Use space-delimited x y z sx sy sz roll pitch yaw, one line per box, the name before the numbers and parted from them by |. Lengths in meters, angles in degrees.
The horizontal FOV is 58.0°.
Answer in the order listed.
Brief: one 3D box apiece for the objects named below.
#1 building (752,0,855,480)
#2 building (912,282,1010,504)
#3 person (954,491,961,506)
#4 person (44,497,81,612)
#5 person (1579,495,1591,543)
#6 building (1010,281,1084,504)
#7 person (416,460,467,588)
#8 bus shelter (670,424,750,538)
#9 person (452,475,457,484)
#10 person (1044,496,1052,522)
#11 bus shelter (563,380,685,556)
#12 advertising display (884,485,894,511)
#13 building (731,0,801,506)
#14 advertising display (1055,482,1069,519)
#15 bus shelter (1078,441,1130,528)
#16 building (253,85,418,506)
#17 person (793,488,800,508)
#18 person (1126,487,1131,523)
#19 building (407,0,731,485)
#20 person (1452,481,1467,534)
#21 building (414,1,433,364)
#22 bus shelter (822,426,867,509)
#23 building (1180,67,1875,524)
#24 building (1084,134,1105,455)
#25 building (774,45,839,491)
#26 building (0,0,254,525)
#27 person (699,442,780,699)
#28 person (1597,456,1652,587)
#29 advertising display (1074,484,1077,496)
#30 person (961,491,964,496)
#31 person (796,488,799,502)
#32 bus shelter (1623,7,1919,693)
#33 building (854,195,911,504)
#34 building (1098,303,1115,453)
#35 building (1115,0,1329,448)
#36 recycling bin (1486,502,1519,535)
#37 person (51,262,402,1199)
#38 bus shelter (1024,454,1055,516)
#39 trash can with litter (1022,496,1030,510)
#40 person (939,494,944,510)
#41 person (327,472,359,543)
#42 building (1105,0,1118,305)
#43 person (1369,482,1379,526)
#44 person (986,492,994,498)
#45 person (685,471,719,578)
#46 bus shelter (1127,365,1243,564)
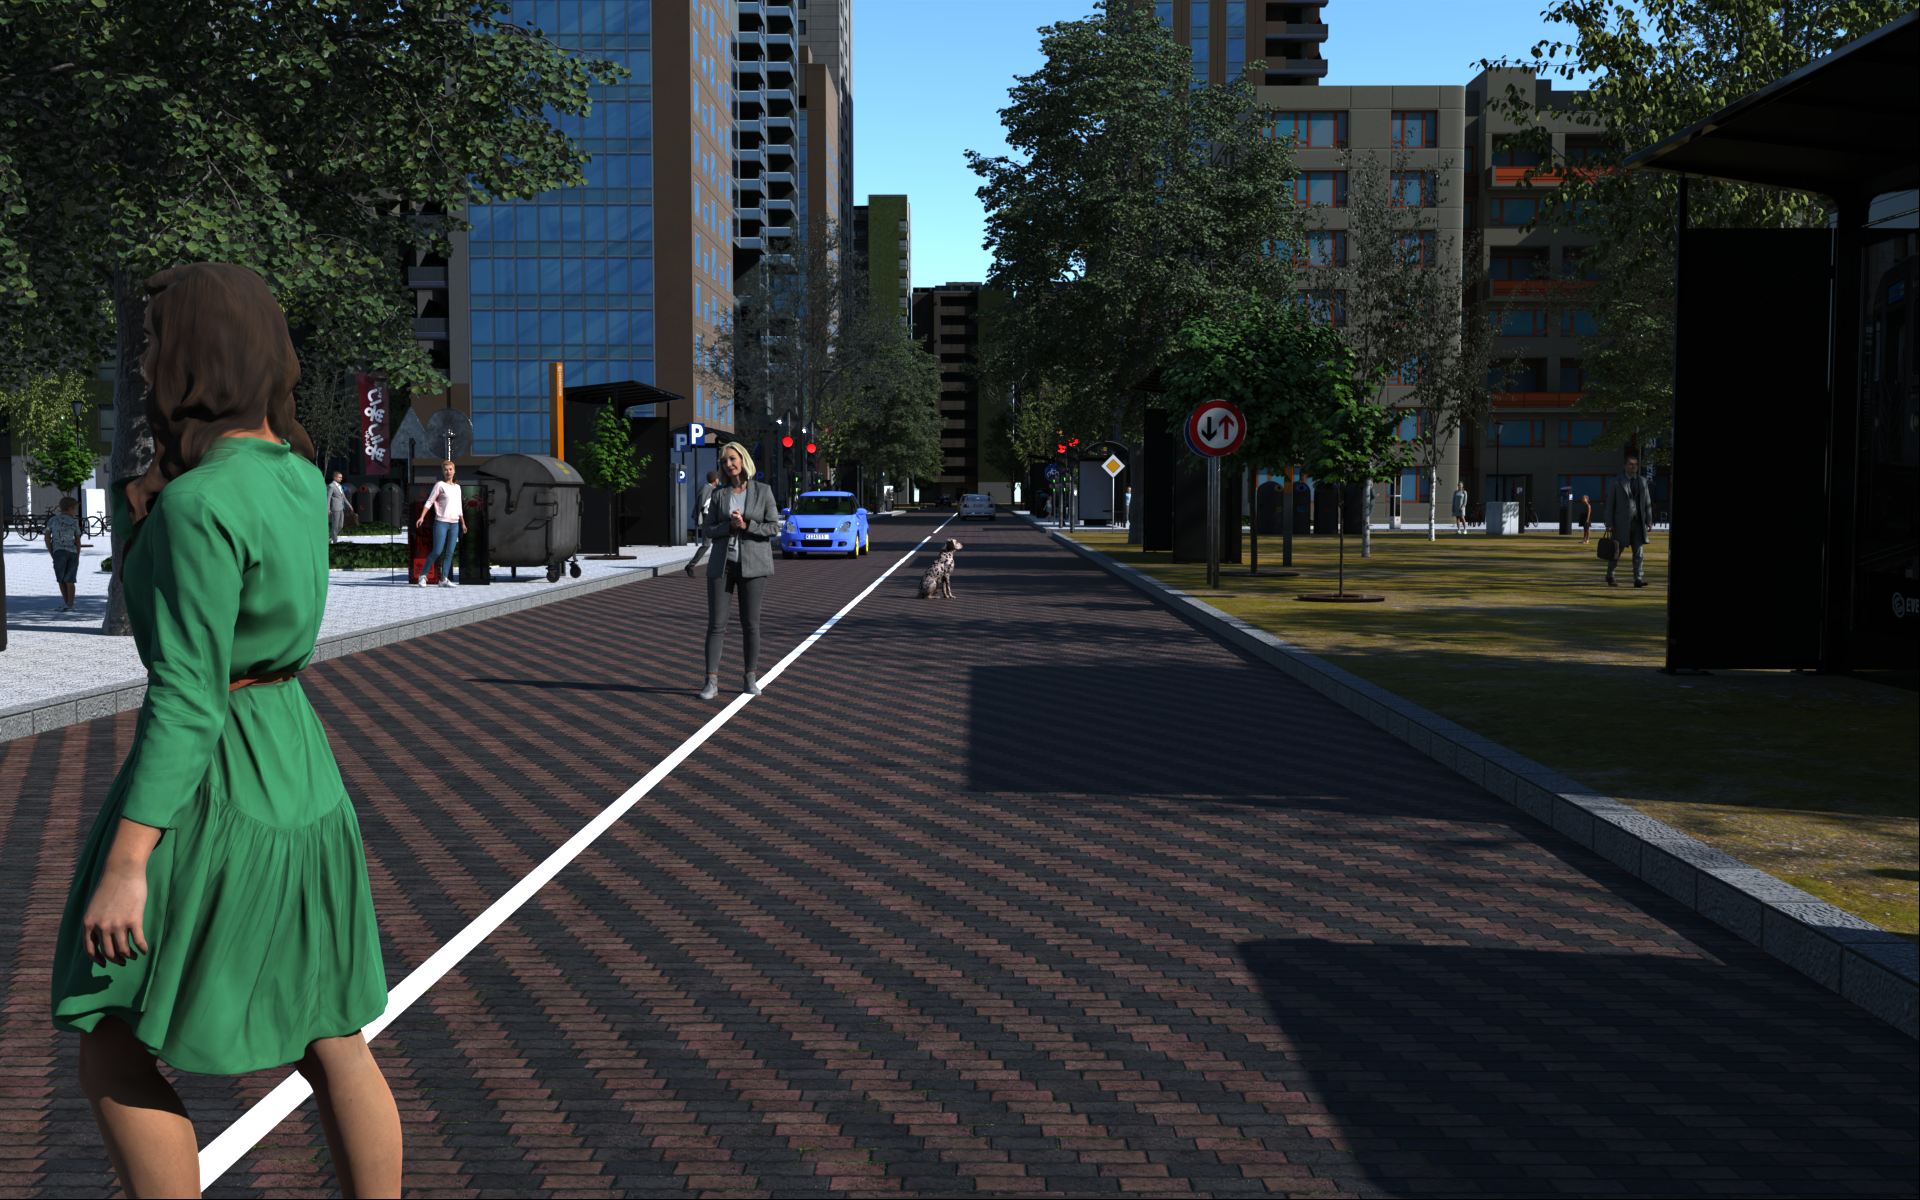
building | -22.968 -46.394 196.792 20.611 71.187 20.563 0 4 1
building | 0.405 -28.583 239.030 14.107 30.474 14.160 0 4 1
person | -0.162 -12.386 211.040 1.348 1.821 0.705 1 4 21
person | -9.794 -0.501 18.926 0.332 1.250 0.352 0 4 8
person | 16.251 -2.100 45.054 0.373 1.253 0.362 0 4 -7
building | 14.508 -28.550 238.485 14.107 30.474 14.160 0 4 1
person | -7.193 -1.041 23.730 0.598 1.740 0.731 1 4 22
bus shelter | -7.770 -3.611 52.969 2.014 3.302 5.546 0 4 1
person | -14.407 -2.639 49.170 0.713 1.824 0.794 -3 4 -36
person | 4.021 -4.132 78.615 0.382 1.210 0.505 2 4 24
bus shelter | -7.547 -2.911 38.877 1.731 3.624 6.357 0 4 1
advertising display | -5.279 -7.468 127.316 0.974 1.923 0.123 -3 5 -42
building | -24.824 -51.449 153.868 22.319 86.520 31.000 0 4 1
advertising display | 5.247 -5.124 88.997 0.974 1.923 0.123 -3 5 -41
bus shelter | 5.576 -4.550 68.313 2.014 3.302 5.546 0 4 1
building | -68.104 -35.093 197.476 21.600 48.544 21.300 0 4 1
person | -9.535 -5.901 103.017 0.782 1.767 0.515 -1 4 -10
person | 7.429 -4.180 76.197 0.589 1.601 0.330 0 4 -5
building | -19.963 -26.996 91.500 14.600 45.320 14.200 0 4 1
person | 16.193 -2.999 56.088 0.512 1.701 0.522 2 4 31
building | -25.166 -41.819 121.984 20.563 71.187 20.611 0 4 1
bus shelter | -7.001 -7.786 104.934 2.179 5.291 8.768 0 4 1
building | 27.076 -14.817 87.295 28.899 21.520 27.650 0 4 1
building | 21.327 -31.572 199.790 14.154 41.232 14.086 0 4 1
building | -19.941 -32.264 177.632 14.600 45.320 14.200 0 4 1
building | -41.673 -18.774 78.656 14.107 30.474 14.160 0 4 1
person | -1.553 -0.219 12.257 0.537 1.800 0.526 1 4 10
person | 9.255 -1.092 24.002 0.694 1.812 0.767 0 4 -3
advertising display | 7.236 -6.492 111.365 0.123 1.923 0.974 3 4 36
person | 0.323 -9.995 172.845 0.541 1.710 0.530 -1 4 -16
person | -12.648 -7.881 135.119 0.478 1.798 0.641 -3 4 -38
bus shelter | 5.493 -1.096 9.208 1.731 3.624 6.357 0 4 1
building | -13.804 -33.946 238.614 14.086 41.232 14.154 0 4 1
building | 27.344 -19.102 157.364 27.650 21.520 28.899 0 4 1
building | 19.396 -29.476 132.048 14.600 45.320 14.200 0 4 1
recycling bin | 17.166 -2.585 54.824 0.722 1.027 0.722 -2 4 -26
person | -1.155 0.365 2.776 0.529 1.795 0.600 -1 4 -10
bus shelter | 4.819 -6.926 104.523 1.731 3.624 6.357 0 4 0
trash can with litter | 5.401 -7.735 137.860 0.624 1.170 1.055 1 4 21
person | -1.610 -8.551 151.539 0.421 1.427 0.697 0 4 -6
person | -14.779 -2.139 41.138 0.853 1.813 0.709 0 4 6
building | 23.940 -45.439 181.181 20.563 71.187 20.611 0 4 1
person | 16.523 -3.877 69.602 0.590 1.801 0.661 -2 4 -31
person | 3.590 -12.578 214.870 1.217 1.735 0.721 0 4 0
person | -4.296 -1.283 29.573 0.850 1.850 0.679 0 4 7
bus shelter | 4.457 -2.659 34.759 1.731 3.624 6.357 0 4 1
